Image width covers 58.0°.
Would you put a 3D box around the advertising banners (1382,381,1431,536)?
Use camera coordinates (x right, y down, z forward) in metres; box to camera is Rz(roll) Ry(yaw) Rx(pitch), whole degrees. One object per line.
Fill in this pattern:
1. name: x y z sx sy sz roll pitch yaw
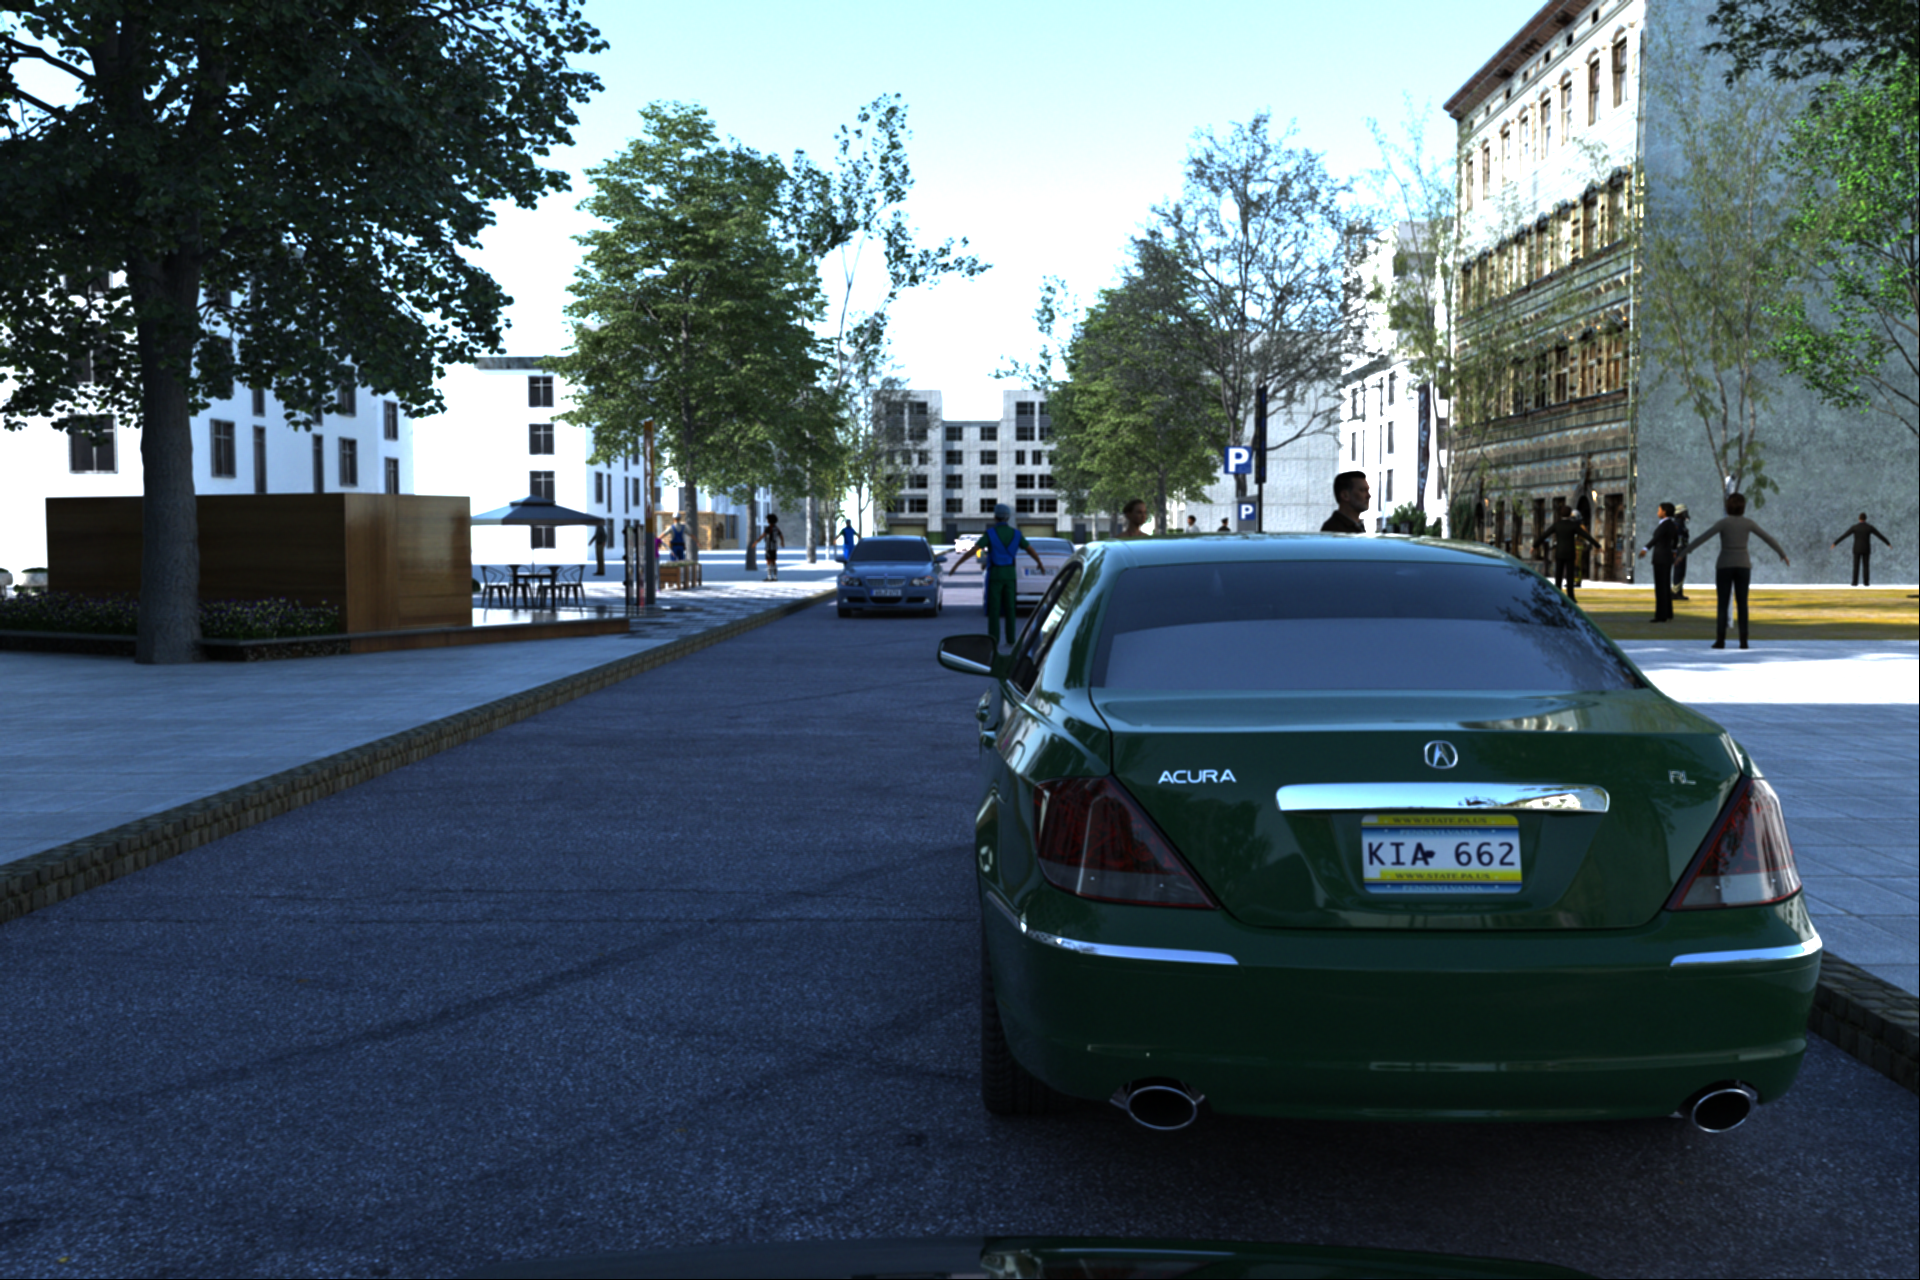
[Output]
1. advertising banners: 5.384 -1.512 20.917 0.090 3.025 2.074 0 4 1

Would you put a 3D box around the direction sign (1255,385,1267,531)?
1. direction sign: 4.642 -2.127 26.776 0.379 3.537 0.876 0 4 0

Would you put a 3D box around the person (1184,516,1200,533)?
1. person: 6.543 -2.629 49.170 0.705 1.806 1.347 -2 4 -27

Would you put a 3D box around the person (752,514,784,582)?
1. person: -5.105 -2.478 46.657 0.704 1.843 1.345 2 4 31

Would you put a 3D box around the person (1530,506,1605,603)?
1. person: 11.257 -1.590 32.182 1.347 1.806 0.705 2 4 32

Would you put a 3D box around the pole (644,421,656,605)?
1. pole: -5.609 -2.292 31.313 0.158 3.312 0.155 0 3 0

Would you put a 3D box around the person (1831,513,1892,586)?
1. person: 22.222 -2.230 42.683 1.346 1.802 0.704 2 4 23

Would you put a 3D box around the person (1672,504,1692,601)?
1. person: 13.959 -1.696 33.514 0.705 1.856 1.354 2 4 29

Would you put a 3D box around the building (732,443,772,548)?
1. building: -22.709 -13.805 167.857 9.099 9.664 28.070 0 4 1

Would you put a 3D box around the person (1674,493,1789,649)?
1. person: 8.645 -0.773 19.398 1.215 1.744 0.721 1 4 11

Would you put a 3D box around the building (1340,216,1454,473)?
1. building: 28.449 -15.187 104.722 16.016 20.090 11.380 0 4 2

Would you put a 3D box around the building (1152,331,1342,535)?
1. building: 27.525 -17.944 159.842 16.747 18.905 31.486 0 4 1

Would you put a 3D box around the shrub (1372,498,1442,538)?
1. shrub: 9.768 -2.067 37.840 1.661 2.075 1.752 0 3 0

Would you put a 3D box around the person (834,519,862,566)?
1. person: -3.840 -3.298 60.054 1.347 1.817 0.704 -3 4 -37

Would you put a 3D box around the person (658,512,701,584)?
1. person: -7.258 -2.358 44.416 1.347 1.847 0.705 -2 4 -25

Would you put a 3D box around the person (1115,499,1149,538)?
1. person: 1.564 -0.344 14.879 1.217 1.733 0.721 -2 4 -34

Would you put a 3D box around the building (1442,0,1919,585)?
1. building: 26.492 -13.522 52.018 19.493 23.208 18.063 0 4 2

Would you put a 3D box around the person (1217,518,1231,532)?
1. person: 8.996 -3.229 58.734 0.705 1.837 1.347 -3 4 -38

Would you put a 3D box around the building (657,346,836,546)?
1. building: -24.005 -22.151 193.104 19.493 23.208 18.063 0 4 1

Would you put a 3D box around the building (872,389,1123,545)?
1. building: 5.111 -21.347 217.940 31.486 18.905 16.747 0 4 0

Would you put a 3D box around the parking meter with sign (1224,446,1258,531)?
1. parking meter with sign: 5.501 -2.287 33.651 0.543 3.016 1.738 0 4 1

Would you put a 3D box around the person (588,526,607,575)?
1. person: -11.223 -2.910 53.844 0.705 1.796 1.348 -2 4 -32

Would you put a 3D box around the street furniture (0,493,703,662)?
1. street furniture: -9.499 -0.902 21.606 9.812 1.723 11.010 2 4 28

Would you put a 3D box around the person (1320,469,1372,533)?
1. person: 2.343 -0.104 10.302 0.704 1.812 1.346 3 4 36

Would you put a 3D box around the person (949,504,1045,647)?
1. person: 0.512 -0.825 22.068 1.347 1.817 0.704 -2 4 -25

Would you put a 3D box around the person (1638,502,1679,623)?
1. person: 10.164 -1.130 25.203 0.721 1.740 1.216 3 5 43

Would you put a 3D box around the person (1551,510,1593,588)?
1. person: 14.753 -2.193 41.622 0.705 1.858 1.354 -1 4 -22

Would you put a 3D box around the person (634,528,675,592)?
1. person: -6.752 -1.764 38.104 0.991 1.433 0.599 0 4 -2

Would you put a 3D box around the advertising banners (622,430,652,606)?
1. advertising banners: -5.321 -1.990 28.731 0.090 3.025 2.074 0 4 3

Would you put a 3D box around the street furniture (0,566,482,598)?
1. street furniture: -15.505 -1.260 36.234 10.072 0.657 5.734 1 4 9

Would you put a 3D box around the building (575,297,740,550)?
1. building: -24.726 -17.309 139.429 16.016 20.090 11.380 0 4 2

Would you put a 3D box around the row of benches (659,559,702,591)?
1. row of benches: -6.680 -1.571 41.151 1.422 0.672 4.104 0 4 -1
